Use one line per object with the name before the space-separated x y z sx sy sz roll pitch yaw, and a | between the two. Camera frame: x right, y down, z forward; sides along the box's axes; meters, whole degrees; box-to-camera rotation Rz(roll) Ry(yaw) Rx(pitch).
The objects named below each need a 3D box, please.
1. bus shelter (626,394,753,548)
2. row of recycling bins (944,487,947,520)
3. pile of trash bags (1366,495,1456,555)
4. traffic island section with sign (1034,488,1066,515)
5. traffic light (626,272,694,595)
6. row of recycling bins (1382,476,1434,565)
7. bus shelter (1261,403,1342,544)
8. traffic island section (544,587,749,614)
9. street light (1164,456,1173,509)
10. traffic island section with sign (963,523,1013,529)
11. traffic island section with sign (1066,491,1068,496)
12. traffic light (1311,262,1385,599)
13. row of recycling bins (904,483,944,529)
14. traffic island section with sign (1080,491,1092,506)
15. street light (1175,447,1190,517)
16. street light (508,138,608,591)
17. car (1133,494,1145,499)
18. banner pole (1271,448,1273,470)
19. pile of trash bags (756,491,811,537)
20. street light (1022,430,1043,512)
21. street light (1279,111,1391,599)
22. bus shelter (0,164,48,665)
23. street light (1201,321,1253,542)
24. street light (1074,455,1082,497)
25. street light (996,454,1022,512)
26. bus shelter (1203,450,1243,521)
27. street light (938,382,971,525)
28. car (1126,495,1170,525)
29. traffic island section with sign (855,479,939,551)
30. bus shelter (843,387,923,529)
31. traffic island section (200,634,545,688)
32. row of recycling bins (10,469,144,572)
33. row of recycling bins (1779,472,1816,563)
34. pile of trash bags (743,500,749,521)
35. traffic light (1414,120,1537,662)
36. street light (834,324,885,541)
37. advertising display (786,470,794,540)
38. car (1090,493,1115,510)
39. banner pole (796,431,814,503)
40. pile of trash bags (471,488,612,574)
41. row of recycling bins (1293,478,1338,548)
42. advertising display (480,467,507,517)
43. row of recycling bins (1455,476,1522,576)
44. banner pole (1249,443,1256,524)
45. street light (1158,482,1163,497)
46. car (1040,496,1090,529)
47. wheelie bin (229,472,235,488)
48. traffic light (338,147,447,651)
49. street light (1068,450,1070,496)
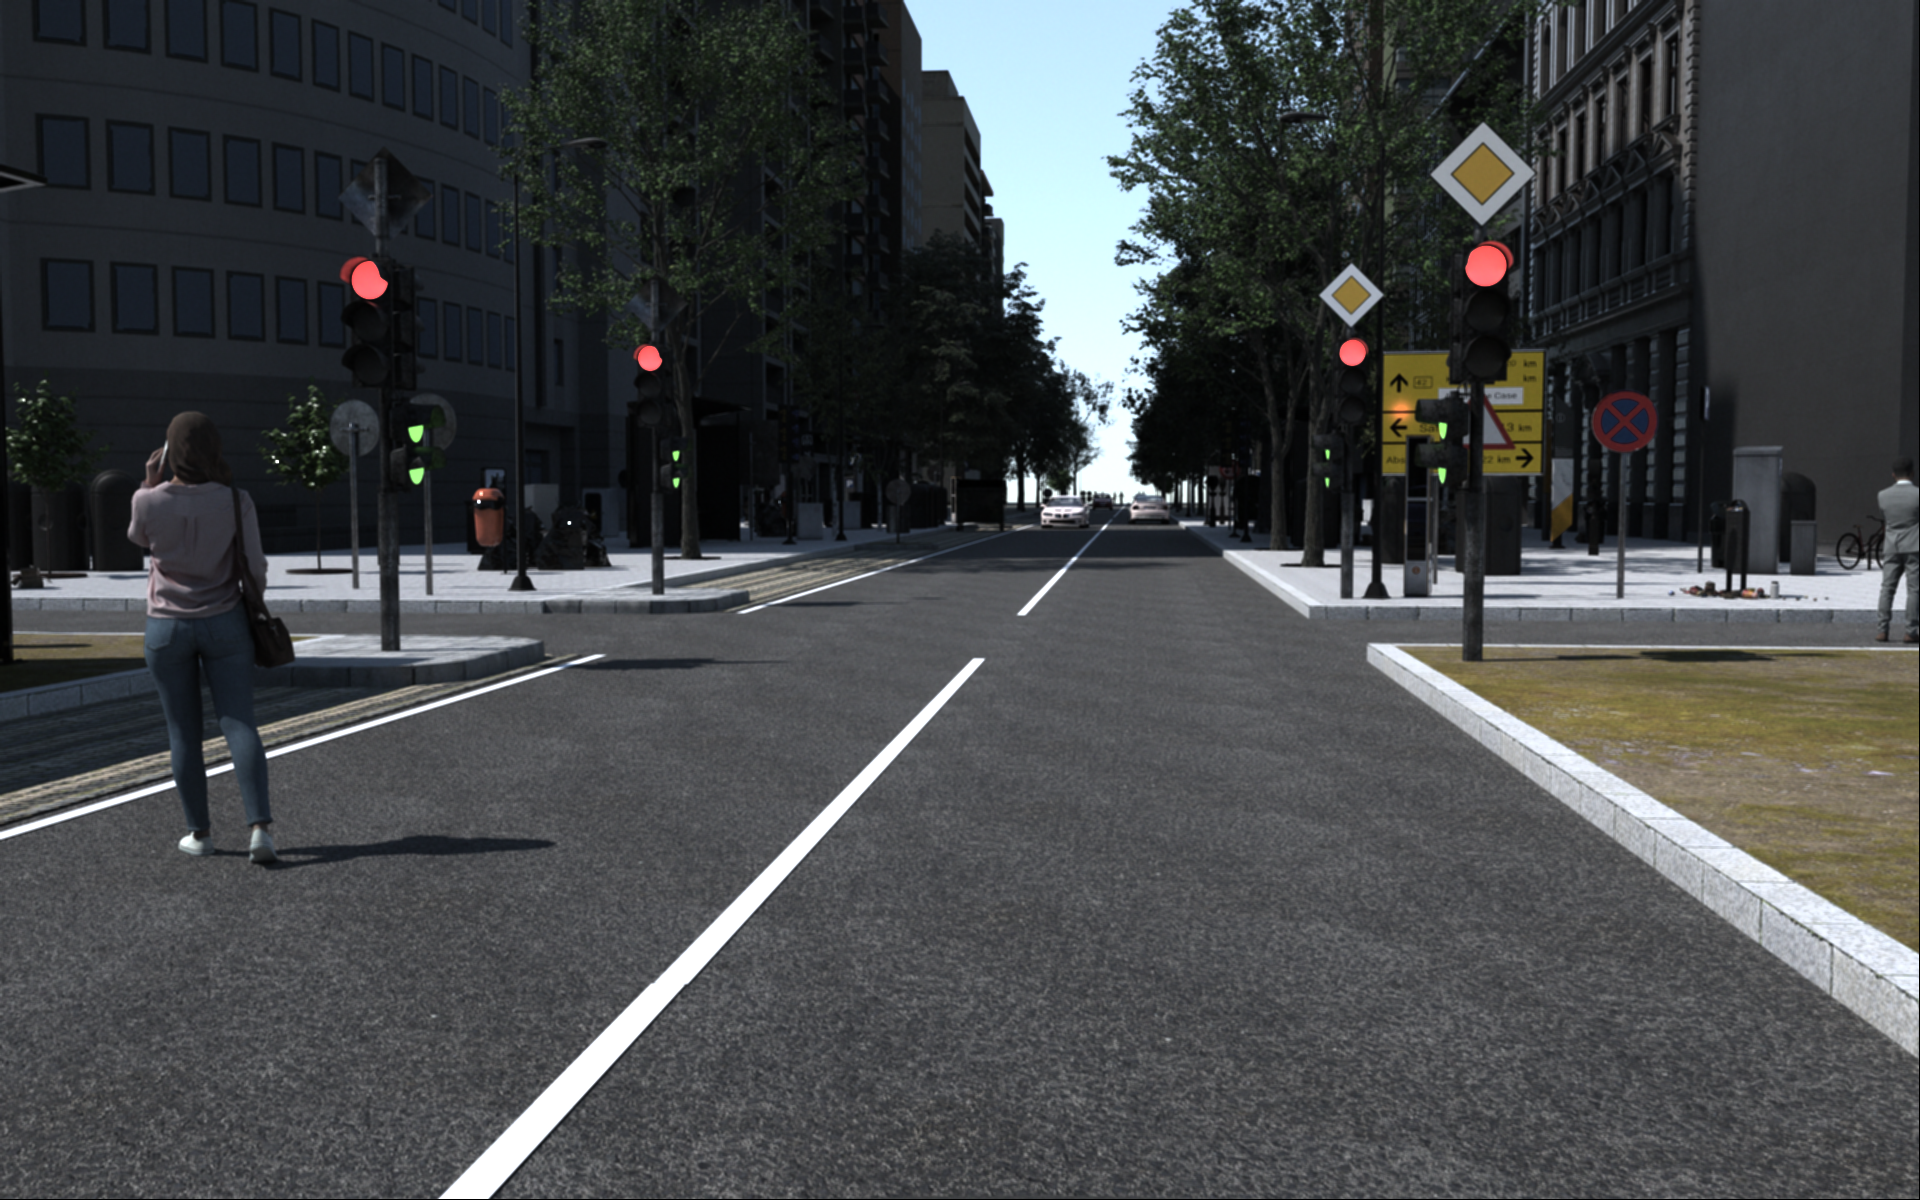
bus shelter | -6.779 -3.225 44.011 1.731 3.624 6.357 0 4 6
row of recycling bins | -1.152 -4.883 86.948 1.069 1.692 3.534 0 4 4
pile of trash bags | 9.879 -1.706 37.649 1.912 1.369 3.447 0 4 6
traffic island section with sign | 6.236 -6.916 121.697 1.989 1.847 2.006 0 4 6
traffic light | -3.838 -2.024 22.007 0.839 4.253 0.868 0 4 6
row of recycling bins | 8.545 -1.590 33.115 1.069 1.692 3.534 1 4 15
bus shelter | 9.350 -3.443 47.581 1.731 3.624 6.357 0 4 6
traffic island section | -3.877 0.008 22.146 2.009 0.180 2.903 0 4 6
street light | 12.428 -7.691 98.293 1.470 5.913 1.316 0 4 6
traffic island section with sign | 1.162 -3.861 71.752 1.989 1.847 2.006 0 4 6
traffic island section with sign | 8.961 -8.556 148.514 1.989 1.847 2.006 0 4 6
traffic light | 4.731 -1.972 21.156 0.839 4.253 0.868 0 4 6
row of recycling bins | -1.503 -3.588 65.773 1.069 1.692 3.534 1 4 9
traffic island section with sign | 17.301 -13.579 230.639 1.989 1.847 2.006 0 4 6
street light | 9.611 -6.022 71.006 1.470 5.913 1.316 0 4 6
street light | -5.290 -3.075 22.814 1.470 5.913 1.316 0 4 6
car | 23.705 -13.357 227.426 2.155 1.783 4.494 0 4 6
banner pole | 14.553 -5.580 81.249 0.863 3.779 0.401 -1 4 -8
pile of trash bags | -5.302 -2.650 53.086 1.912 1.369 3.447 0 4 -7
street light | 5.115 -9.314 124.823 1.470 5.913 1.316 0 4 6
street light | 4.578 -2.974 21.161 1.470 5.913 1.316 0 4 6
bus shelter | -7.925 -1.144 9.995 1.731 3.624 6.357 0 4 6
street light | 7.076 -4.491 45.962 1.470 5.913 1.316 0 4 6
street light | 13.431 -14.263 205.736 1.470 5.913 1.316 0 4 6
street light | 2.669 -7.793 99.964 1.470 5.913 1.316 0 4 6
bus shelter | 12.181 -5.224 79.335 2.014 3.302 5.546 0 4 6
street light | -0.223 -6.087 72.066 1.470 5.913 1.316 0 4 6
car | 8.963 -4.277 82.293 2.083 1.381 4.827 0 4 4
traffic island section with sign | -1.590 -2.200 44.601 1.989 1.847 2.006 0 4 6
bus shelter | -3.049 -5.506 67.648 2.179 5.291 8.768 0 4 6
traffic island section | -4.684 0.494 14.201 2.009 0.180 2.903 0 4 6
row of recycling bins | -15.434 -1.343 29.074 3.534 1.692 1.069 0 4 7
row of recycling bins | 16.049 -1.646 34.031 1.069 1.692 3.534 1 4 18
pile of trash bags | -9.099 -4.064 76.199 3.447 1.369 1.912 1 4 20
traffic light | 3.924 -1.486 13.212 0.839 4.253 0.868 0 4 6
street light | -2.733 -4.580 47.419 1.470 5.913 1.316 0 4 6
advertising display | -4.544 -2.506 46.189 0.123 1.923 0.974 -1 4 -10
car | 12.698 -8.892 154.425 2.155 1.783 4.494 0 4 4
banner pole | -5.496 -4.321 60.664 0.863 3.779 0.401 1 4 11
pile of trash bags | -7.274 -1.189 29.191 1.912 1.369 3.447 1 4 10
row of recycling bins | 8.661 -2.166 42.527 1.069 1.692 3.534 0 4 8
advertising display | -11.314 -2.252 42.029 0.123 1.923 0.974 1 4 16
row of recycling bins | 8.743 -1.324 28.760 1.069 1.692 3.534 1 4 15
banner pole | 12.450 -5.147 74.165 0.401 3.779 0.863 -2 4 -33
street light | 14.910 -9.195 122.881 1.470 5.913 1.316 0 4 6
car | 4.480 -3.727 73.302 2.083 1.381 4.827 0 4 7
wheelie bin | -10.219 -0.953 23.490 0.980 1.594 0.693 -2 4 -33
traffic light | -4.645 -1.538 14.063 0.839 4.253 0.868 0 4 6
street light | 10.826 -12.767 181.282 1.470 5.913 1.316 0 4 6
